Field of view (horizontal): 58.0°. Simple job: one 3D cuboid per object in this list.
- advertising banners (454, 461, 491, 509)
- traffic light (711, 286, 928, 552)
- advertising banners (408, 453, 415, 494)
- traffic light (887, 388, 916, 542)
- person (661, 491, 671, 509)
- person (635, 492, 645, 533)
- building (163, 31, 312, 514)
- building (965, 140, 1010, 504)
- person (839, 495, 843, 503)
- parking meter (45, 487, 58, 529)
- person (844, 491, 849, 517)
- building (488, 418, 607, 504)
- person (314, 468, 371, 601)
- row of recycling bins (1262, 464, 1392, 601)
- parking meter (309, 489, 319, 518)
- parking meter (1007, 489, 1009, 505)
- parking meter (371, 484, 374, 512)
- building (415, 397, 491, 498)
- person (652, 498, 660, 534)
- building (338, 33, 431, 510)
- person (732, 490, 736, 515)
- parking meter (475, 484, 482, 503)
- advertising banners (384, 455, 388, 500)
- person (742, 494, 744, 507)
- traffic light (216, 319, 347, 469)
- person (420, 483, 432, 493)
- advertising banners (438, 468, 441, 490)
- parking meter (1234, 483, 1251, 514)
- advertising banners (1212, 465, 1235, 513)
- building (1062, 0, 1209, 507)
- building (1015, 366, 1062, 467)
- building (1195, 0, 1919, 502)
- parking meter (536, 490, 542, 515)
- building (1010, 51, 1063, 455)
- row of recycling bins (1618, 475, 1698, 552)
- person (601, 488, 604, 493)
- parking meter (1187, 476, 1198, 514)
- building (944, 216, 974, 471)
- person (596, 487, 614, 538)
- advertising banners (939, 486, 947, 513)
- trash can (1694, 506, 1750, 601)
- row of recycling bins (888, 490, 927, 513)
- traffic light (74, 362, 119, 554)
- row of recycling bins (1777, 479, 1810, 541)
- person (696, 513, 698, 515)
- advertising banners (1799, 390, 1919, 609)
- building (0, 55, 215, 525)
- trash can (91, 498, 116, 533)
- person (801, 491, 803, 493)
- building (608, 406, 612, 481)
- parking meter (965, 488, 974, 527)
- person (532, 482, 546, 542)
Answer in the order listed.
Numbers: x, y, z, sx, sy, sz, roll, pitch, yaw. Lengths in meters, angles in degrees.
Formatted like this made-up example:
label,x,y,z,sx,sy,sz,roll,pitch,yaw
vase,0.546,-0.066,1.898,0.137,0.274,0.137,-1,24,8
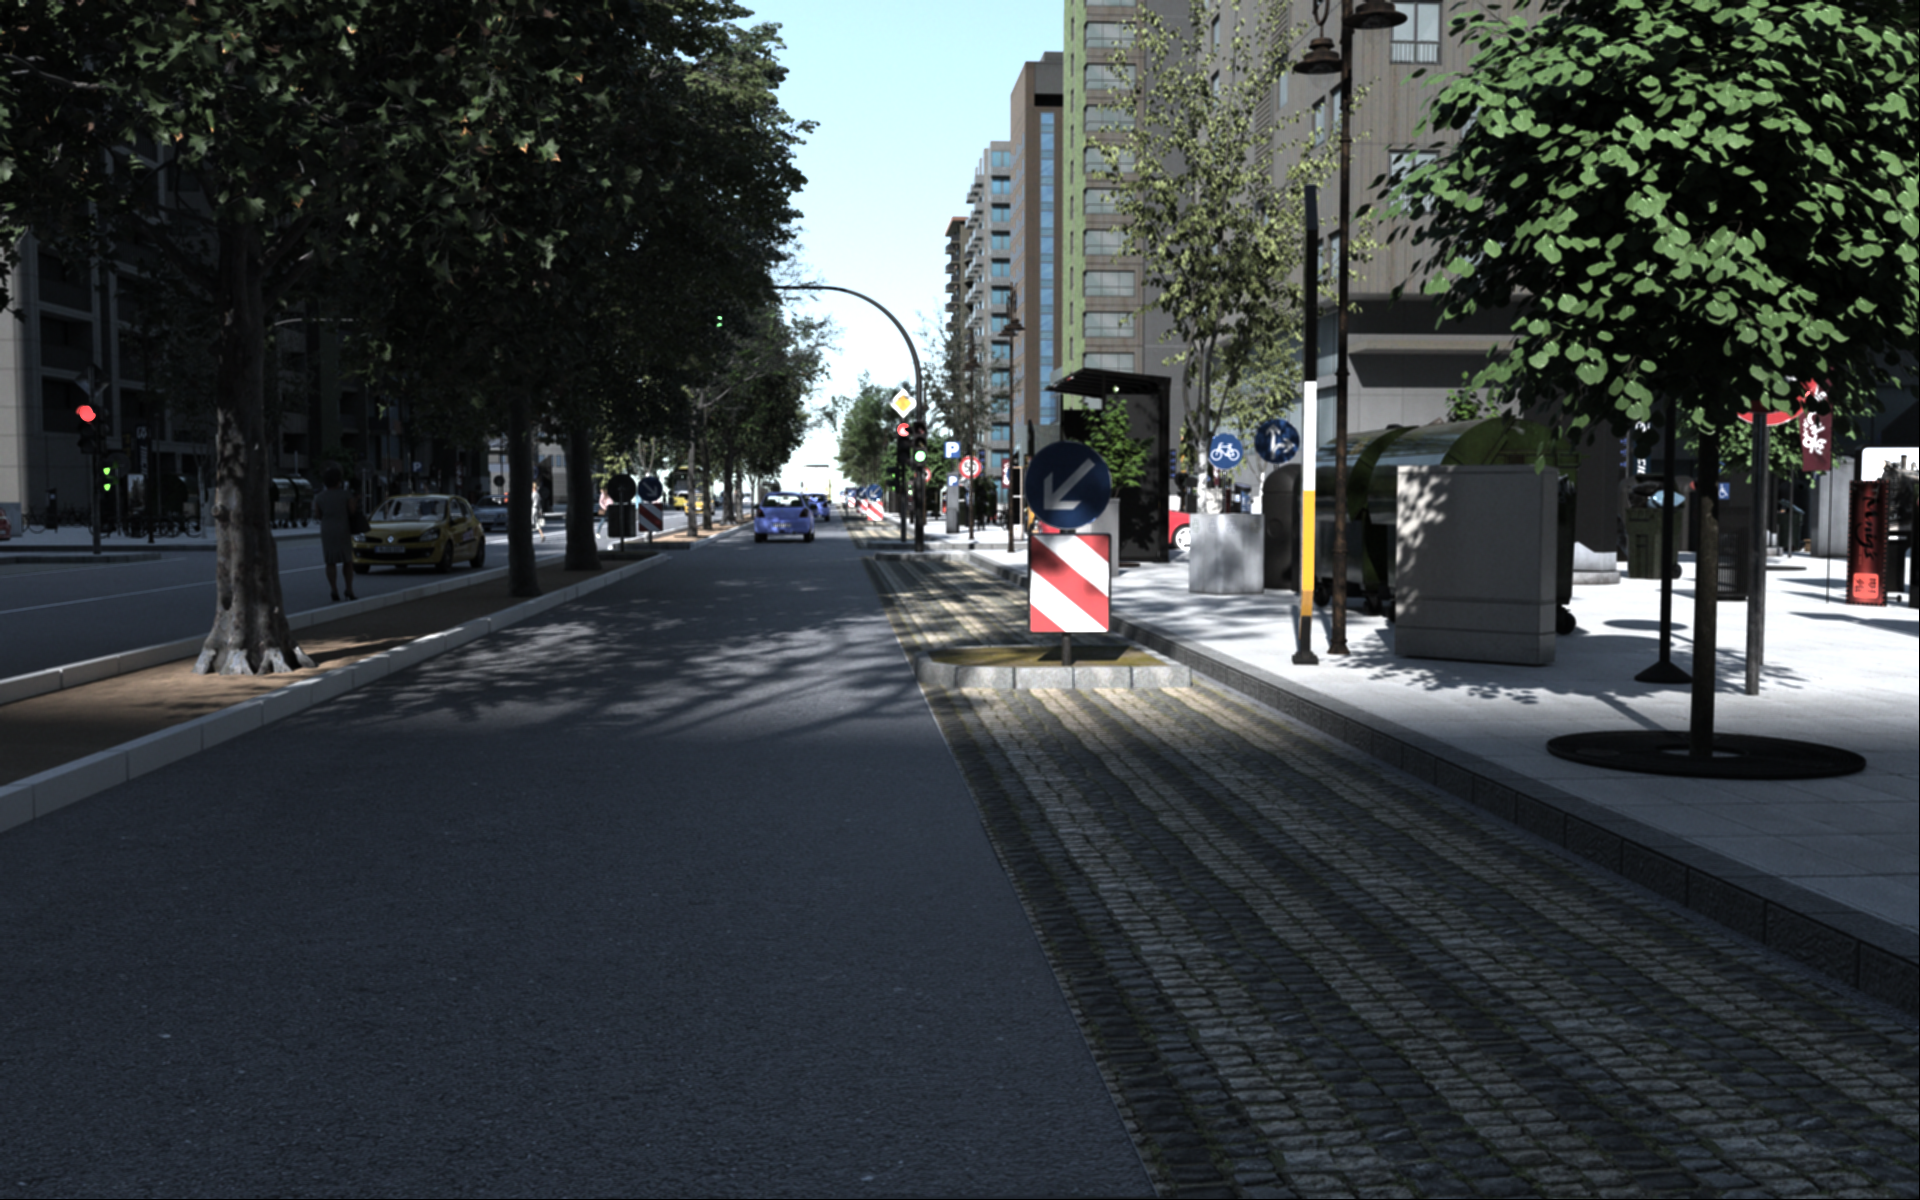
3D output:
label,x,y,z,sx,sy,sz,roll,pitch,yaw
advertising banners,-26.071,-5.899,92.629,2.074,3.025,0.090,-3,5,-40
traffic light,-3.006,-3.864,37.847,4.771,5.953,1.251,0,4,-4
advertising banners,-23.609,-4.793,74.551,0.090,3.025,2.074,-1,4,-12
traffic light,-1.524,-3.498,46.107,0.839,4.253,0.868,0,4,-4
person,-28.309,-9.588,165.979,1.217,1.735,0.721,-2,4,-24
person,-11.840,-3.383,63.676,0.748,1.841,0.638,0,4,-3
building,-47.034,-20.434,105.794,14.160,30.474,14.107,0,4,-4
building,12.421,-37.721,236.347,23.786,49.044,30.456,0,4,-4
person,-18.217,-15.952,269.274,1.348,1.831,0.705,2,4,34
parking meter,-33.127,-3.347,63.142,0.372,1.533,0.369,0,3,0
person,-7.024,-5.923,107.146,0.330,1.601,0.589,0,4,5
building,-59.106,-41.972,228.241,21.231,58.520,28.212,0,4,-4
person,-8.293,-0.886,23.342,0.716,1.782,0.532,0,4,-5
row of recycling bins,4.983,-0.925,22.243,1.069,1.692,3.534,-1,4,-21
parking meter,-32.452,-4.820,87.222,0.372,1.533,0.369,0,3,0
parking meter,3.054,-6.018,104.097,0.399,1.863,0.255,1,4,8
parking meter,-34.142,-5.783,100.268,0.399,1.863,0.255,3,5,43
building,-50.436,-23.383,154.008,14.160,30.474,14.107,0,4,-4
person,-10.981,-3.250,62.308,0.731,1.740,0.598,2,4,27
building,-53.431,-29.166,131.487,22.147,44.769,28.867,0,4,-4
person,-15.146,-6.658,117.544,0.709,1.800,0.728,-1,4,-23
parking meter,-26.858,-5.562,96.652,0.255,1.863,0.399,0,4,4
advertising banners,-23.777,-4.627,71.841,0.090,3.025,2.074,-1,4,-13
person,-24.175,-11.198,191.678,0.705,1.812,1.348,1,4,11
traffic light,-16.906,-4.300,44.975,4.771,5.953,1.251,0,4,-4
person,-18.741,-3.199,60.828,0.581,1.822,0.654,-1,4,-15
advertising banners,-34.894,-7.273,115.095,0.090,3.025,2.074,-3,5,-40
parking meter,6.417,-1.891,39.324,0.372,1.533,0.369,0,3,0
advertising banners,8.120,-3.449,52.584,0.090,3.025,2.074,-1,4,-18
building,14.565,-27.396,131.518,14.154,41.232,14.086,0,4,-4
building,17.670,-51.440,153.717,22.319,86.520,31.000,0,4,-4
building,26.114,-29.816,76.727,27.495,52.752,28.713,0,4,-4
parking meter,-25.256,-5.835,103.808,0.372,1.533,0.369,0,3,0
building,12.711,-32.239,177.225,14.600,45.320,14.200,0,4,-4
row of recycling bins,15.774,-1.918,38.475,3.534,1.692,1.069,-3,4,-37
person,-23.024,-6.245,110.872,0.573,1.790,0.520,-2,4,-28
parking meter,7.701,-3.158,57.339,0.255,1.863,0.399,-1,4,-22
building,8.989,-37.480,267.414,22.147,44.769,28.867,0,4,-4
person,-11.578,-2.899,56.493,0.643,1.750,0.593,3,5,45
advertising banners,-0.938,-7.338,116.172,2.074,3.025,0.090,1,4,11
trash can,9.246,-0.564,20.879,0.748,1.137,0.748,0,3,0
row of recycling bins,-3.529,-6.657,115.953,1.069,1.692,3.534,-3,5,-44
traffic light,-18.387,-2.930,36.822,0.839,4.253,0.868,0,4,-4
row of recycling bins,21.660,-2.512,48.176,3.534,1.692,1.069,1,4,16
person,-18.220,-6.624,118.617,0.589,1.601,0.330,1,4,15
advertising banners,10.453,-1.446,19.836,0.090,3.025,2.074,-2,4,-28
building,-46.923,-39.200,79.177,20.563,71.187,20.611,0,4,-4
trash can,-28.241,-2.783,57.163,0.748,1.137,0.748,0,3,0
person,-14.751,-9.313,161.700,0.436,1.711,0.756,-3,5,-40
building,-57.865,-29.282,250.465,14.160,30.474,14.107,0,4,-4
parking meter,0.377,-3.636,67.860,0.372,1.533,0.369,0,3,0
person,-12.603,-2.594,51.262,0.624,1.780,0.694,2,4,28
